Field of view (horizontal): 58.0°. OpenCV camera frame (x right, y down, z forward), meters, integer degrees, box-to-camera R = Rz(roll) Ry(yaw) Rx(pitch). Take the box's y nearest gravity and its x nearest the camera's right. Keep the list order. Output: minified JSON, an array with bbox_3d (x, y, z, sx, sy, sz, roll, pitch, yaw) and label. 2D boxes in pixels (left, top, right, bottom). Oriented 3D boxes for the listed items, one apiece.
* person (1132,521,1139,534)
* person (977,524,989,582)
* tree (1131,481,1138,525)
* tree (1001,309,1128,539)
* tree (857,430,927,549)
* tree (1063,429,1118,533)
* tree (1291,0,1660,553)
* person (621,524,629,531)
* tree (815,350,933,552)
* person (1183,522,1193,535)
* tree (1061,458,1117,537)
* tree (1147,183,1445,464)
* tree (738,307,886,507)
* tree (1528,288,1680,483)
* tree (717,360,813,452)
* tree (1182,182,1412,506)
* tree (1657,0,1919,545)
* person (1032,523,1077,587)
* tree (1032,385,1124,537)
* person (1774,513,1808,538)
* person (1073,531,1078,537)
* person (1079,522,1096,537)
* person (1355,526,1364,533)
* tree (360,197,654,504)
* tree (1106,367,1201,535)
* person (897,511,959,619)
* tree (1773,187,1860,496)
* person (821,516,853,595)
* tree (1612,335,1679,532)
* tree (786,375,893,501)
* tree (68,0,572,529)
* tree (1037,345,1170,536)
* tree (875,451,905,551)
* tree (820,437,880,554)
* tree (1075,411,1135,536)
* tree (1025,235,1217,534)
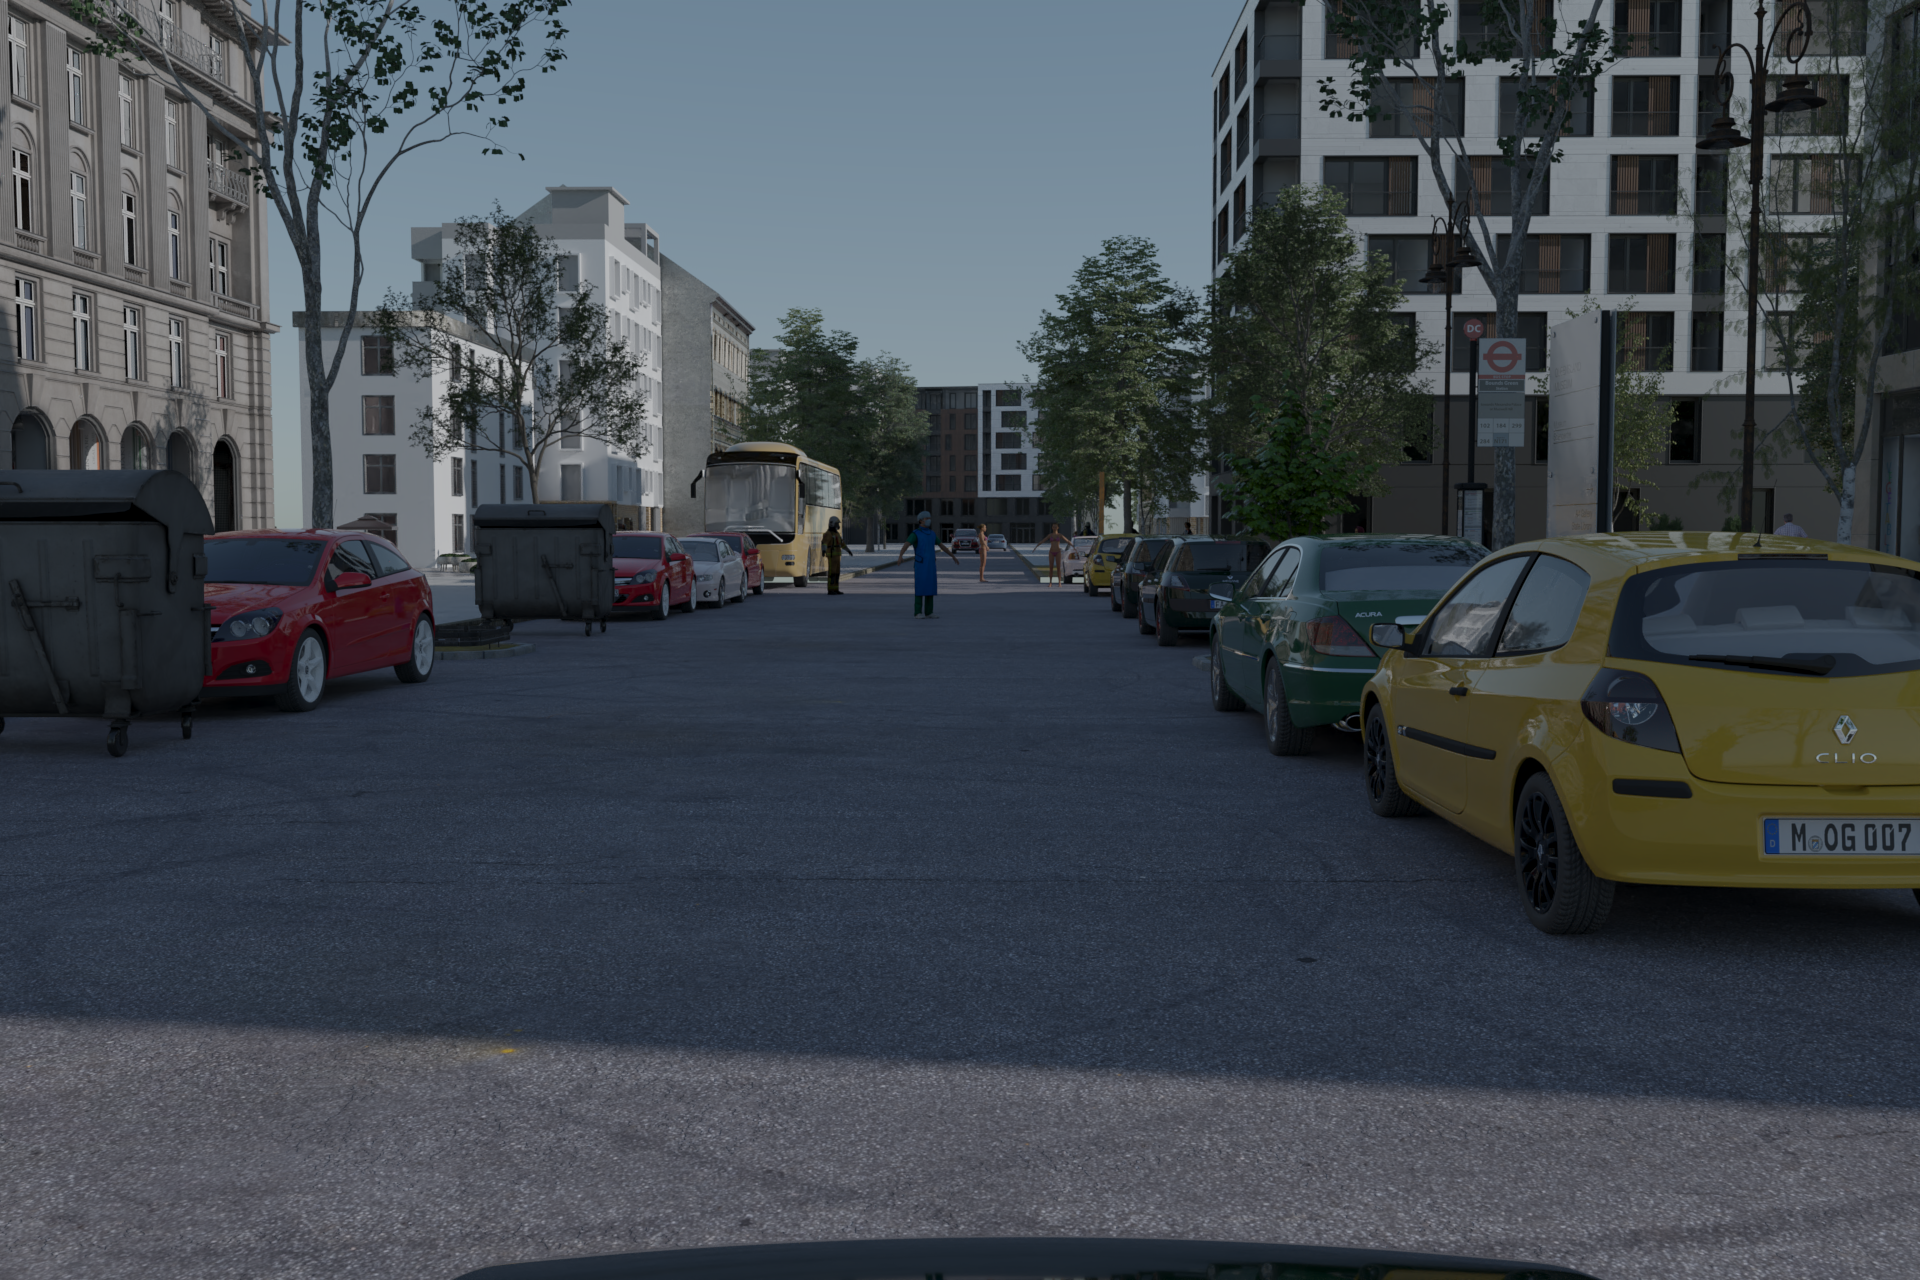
[{"bbox_3d":[7.413,-4.208,74.728,1.347,1.837,0.705,2,4,31],"label":"person"},{"bbox_3d":[0.762,-2.624,52.166,0.721,1.733,1.217,0,4,-4],"label":"person"},{"bbox_3d":[27.037,-20.085,246.515,7.486,12.596,7.792,0,3,0],"label":"tree"},{"bbox_3d":[9.228,-17.683,145.009,12.611,20.169,13.585,0,3,0],"label":"tree"},{"bbox_3d":[-6.540,-12.907,145.435,8.767,10.594,7.601,2,4,28],"label":"tree"},{"bbox_3d":[8.687,-9.840,111.245,4.360,8.622,3.978,0,3,0],"label":"tree"},{"bbox_3d":[8.832,-10.763,31.857,12.611,20.169,13.585,0,3,0],"label":"tree"},{"bbox_3d":[-17.354,-5.099,89.499,1.348,1.813,0.705,1,4,15],"label":"person"},{"bbox_3d":[-6.341,-13.134,121.396,9.857,13.997,8.962,0,3,0],"label":"tree"},{"bbox_3d":[10.189,-4.387,77.867,0.704,1.843,1.345,-1,4,-23],"label":"person"},{"bbox_3d":[8.022,-10.170,116.640,4.360,8.622,3.978,0,3,0],"label":"tree"},{"bbox_3d":[9.466,-6.822,45.955,8.767,10.594,7.601,-3,4,-38],"label":"tree"},{"bbox_3d":[-7.527,-10.342,87.221,7.486,12.596,7.792,0,3,0],"label":"tree"},{"bbox_3d":[19.486,-6.265,52.790,4.737,8.622,4.395,0,3,0],"label":"tree"},{"bbox_3d":[-8.169,-7.487,72.770,4.737,8.622,4.395,0,3,0],"label":"tree"},{"bbox_3d":[10.974,-8.484,56.840,7.486,12.596,7.792,0,3,0],"label":"tree"},{"bbox_3d":[9.682,-4.183,18.762,4.360,8.622,3.978,0,3,0],"label":"tree"},{"bbox_3d":[2.564,-2.300,46.863,1.217,1.733,0.721,1,4,10],"label":"person"},{"bbox_3d":[8.814,-12.646,124.886,7.486,12.596,7.792,0,3,0],"label":"tree"},{"bbox_3d":[17.114,-1.758,35.733,0.756,1.711,0.436,2,4,31],"label":"person"},{"bbox_3d":[5.960,-4.821,88.083,0.599,1.433,0.991,-1,4,-17],"label":"person"},{"bbox_3d":[5.948,-4.557,80.281,1.354,1.856,0.705,3,5,42],"label":"person"},{"bbox_3d":[7.845,-1.536,34.326,0.599,1.438,0.989,-1,4,-13],"label":"person"},{"bbox_3d":[-11.928,-6.965,48.287,7.601,10.594,8.767,2,4,30],"label":"tree"},{"bbox_3d":[7.715,-7.603,74.675,4.360,8.622,3.978,0,3,0],"label":"tree"},{"bbox_3d":[-0.579,-1.272,29.373,1.347,1.817,0.704,-3,5,-42],"label":"person"},{"bbox_3d":[29.642,-8.900,52.165,9.857,13.997,8.962,0,3,0],"label":"tree"},{"bbox_3d":[-2.946,-1.992,40.793,0.705,1.858,1.354,2,4,26],"label":"person"},{"bbox_3d":[22.808,-6.730,60.398,4.737,8.622,4.395,0,3,0],"label":"tree"},{"bbox_3d":[-7.302,-10.052,98.766,7.601,10.594,8.767,-1,4,-23],"label":"tree"},{"bbox_3d":[-12.894,-10.729,31.314,12.611,20.169,13.585,0,3,0],"label":"tree"},{"bbox_3d":[7.713,-10.233,93.067,9.928,11.665,9.643,0,3,0],"label":"tree"},{"bbox_3d":[-5.960,-11.106,131.952,4.737,8.622,4.395,0,3,0],"label":"tree"},{"bbox_3d":[-7.644,-9.742,109.642,4.360,8.622,3.978,0,3,0],"label":"tree"},{"bbox_3d":[7.645,-9.152,100.006,4.360,8.622,3.978,0,3,0],"label":"tree"},{"bbox_3d":[6.047,-9.083,66.628,7.486,12.596,7.792,0,3,0],"label":"tree"}]
